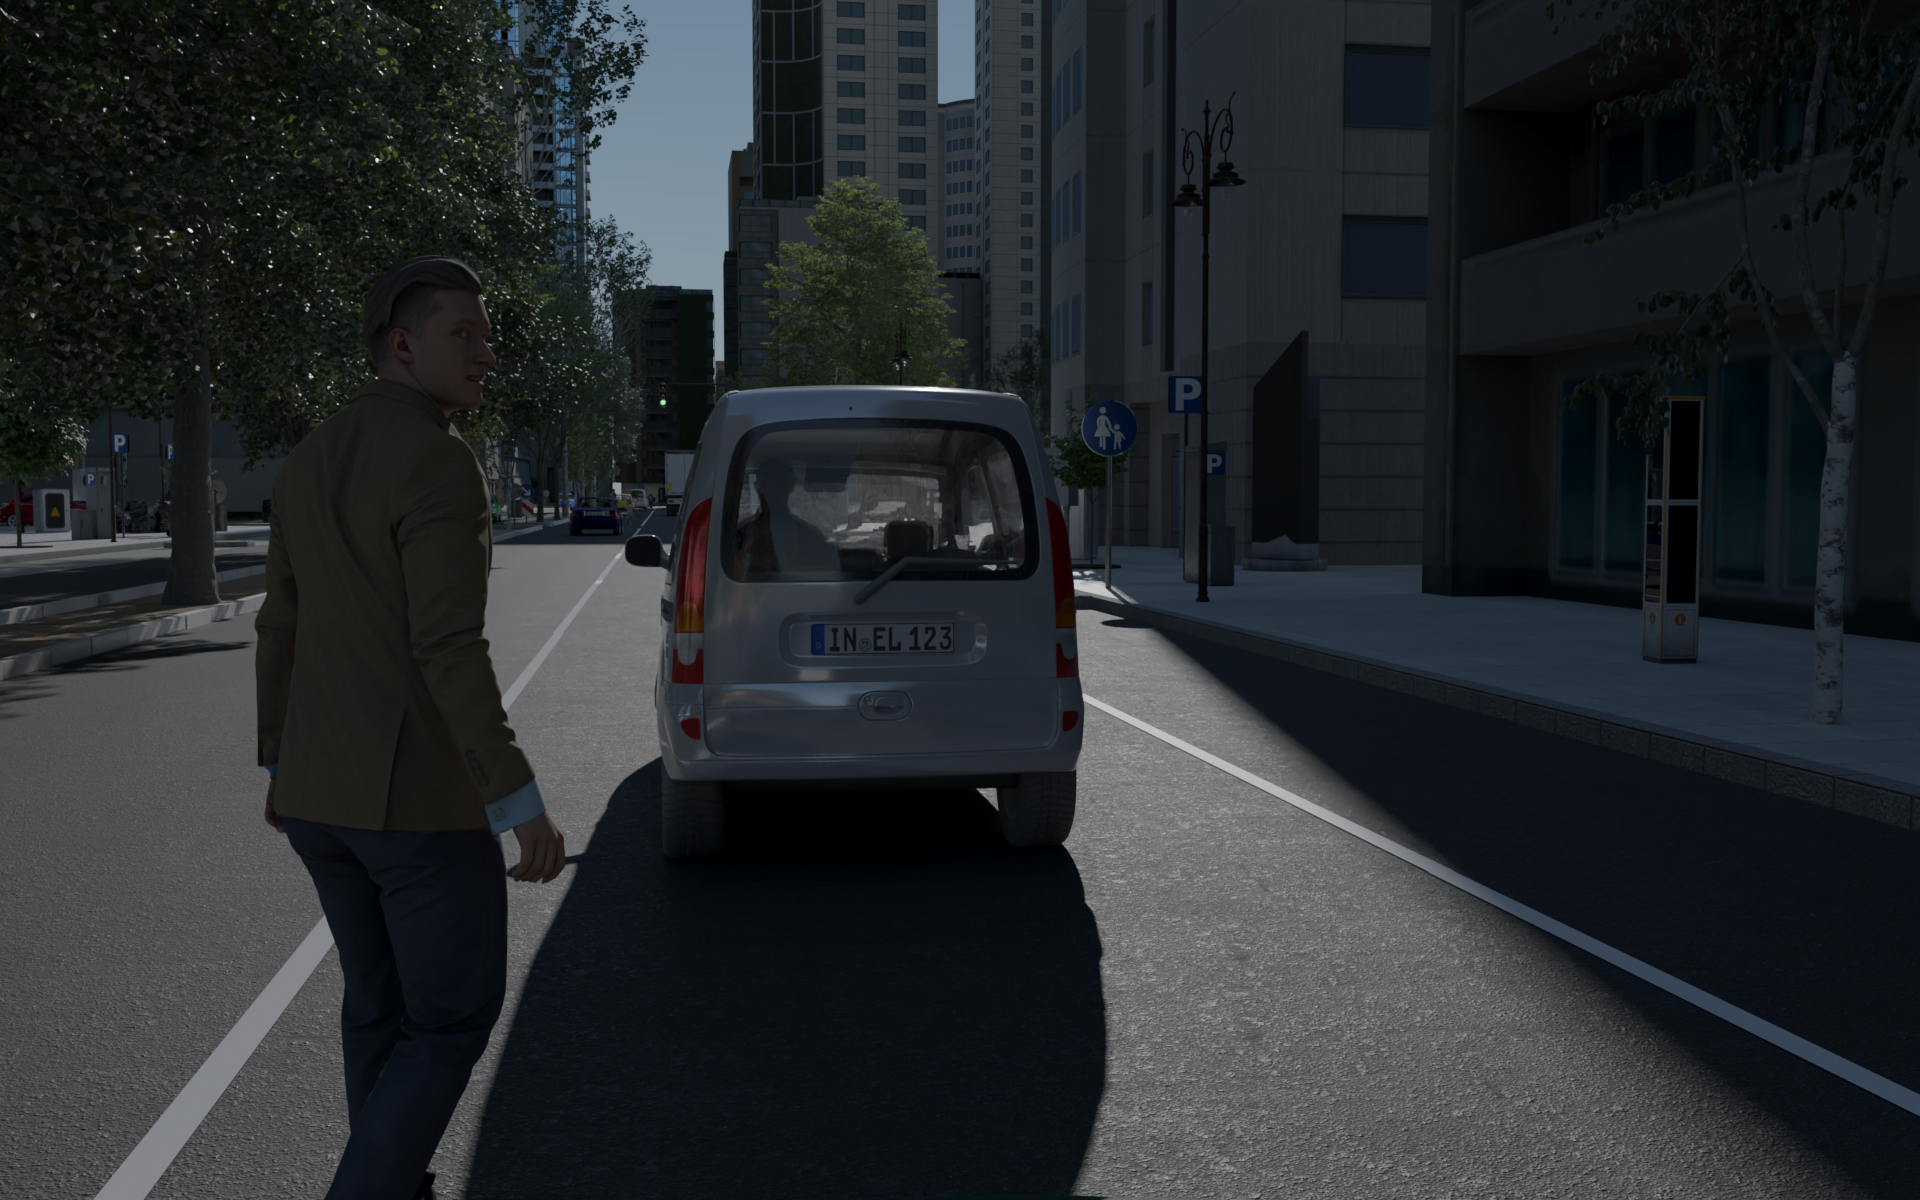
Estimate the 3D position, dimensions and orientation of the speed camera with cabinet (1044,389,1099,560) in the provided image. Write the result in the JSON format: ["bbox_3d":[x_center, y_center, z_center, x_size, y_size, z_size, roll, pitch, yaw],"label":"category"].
[{"bbox_3d":[2.133,-2.393,33.457,0.660,3.252,2.038,1,4,20],"label":"speed camera with cabinet"}]

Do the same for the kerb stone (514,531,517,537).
[{"bbox_3d":[-14.873,-2.150,57.340,0.120,0.150,1.000,-1,4,-10],"label":"kerb stone"}]

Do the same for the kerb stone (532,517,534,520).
[{"bbox_3d":[-22.847,-4.259,91.854,0.120,0.150,1.000,-1,4,-10],"label":"kerb stone"}]

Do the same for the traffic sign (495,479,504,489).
[{"bbox_3d":[-39.389,-9.047,148.023,0.768,2.556,0.104,0,4,-2],"label":"traffic sign"}]

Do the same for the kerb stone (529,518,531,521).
[{"bbox_3d":[-22.504,-4.137,89.835,0.120,0.150,1.000,-1,4,-10],"label":"kerb stone"}]

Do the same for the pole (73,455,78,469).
[{"bbox_3d":[-38.064,-4.939,74.597,0.158,3.312,0.155,0,3,0],"label":"pole"}]

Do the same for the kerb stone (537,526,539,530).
[{"bbox_3d":[-16.582,-2.761,67.447,0.120,0.150,1.000,-1,4,-10],"label":"kerb stone"}]

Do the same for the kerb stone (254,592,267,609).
[{"bbox_3d":[-8.869,0.018,21.907,0.120,0.150,1.000,-1,4,-10],"label":"kerb stone"}]

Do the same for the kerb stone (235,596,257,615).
[{"bbox_3d":[-8.696,0.082,20.897,0.120,0.150,1.000,-1,4,-10],"label":"kerb stone"}]

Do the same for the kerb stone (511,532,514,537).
[{"bbox_3d":[-14.699,-2.082,56.320,0.120,0.150,1.000,-1,4,-10],"label":"kerb stone"}]

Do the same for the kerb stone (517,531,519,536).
[{"bbox_3d":[-15.045,-2.211,58.348,0.120,0.150,1.000,-1,4,-10],"label":"kerb stone"}]

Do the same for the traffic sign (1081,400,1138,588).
[{"bbox_3d":[2.018,-1.430,23.492,0.768,2.556,0.104,0,4,-3],"label":"traffic sign"}]

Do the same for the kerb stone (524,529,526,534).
[{"bbox_3d":[-15.563,-2.392,61.388,0.120,0.150,1.000,-1,4,-10],"label":"kerb stone"}]

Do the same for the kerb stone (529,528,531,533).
[{"bbox_3d":[-15.901,-2.521,63.407,0.120,0.150,1.000,-1,4,-10],"label":"kerb stone"}]

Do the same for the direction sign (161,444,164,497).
[{"bbox_3d":[-36.094,-5.285,78.403,0.379,3.537,0.876,-1,4,-22],"label":"direction sign"}]

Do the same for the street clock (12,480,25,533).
[{"bbox_3d":[-31.008,-3.214,57.116,0.471,2.002,0.358,3,4,38],"label":"street clock"}]

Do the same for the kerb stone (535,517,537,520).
[{"bbox_3d":[-23.189,-4.383,93.875,0.120,0.150,1.000,-1,4,-10],"label":"kerb stone"}]

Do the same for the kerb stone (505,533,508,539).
[{"bbox_3d":[-14.360,-1.963,54.297,0.120,0.150,1.000,-1,4,-10],"label":"kerb stone"}]

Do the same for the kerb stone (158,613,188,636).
[{"bbox_3d":[-8.187,0.270,17.865,0.120,0.150,1.000,-1,4,-10],"label":"kerb stone"}]

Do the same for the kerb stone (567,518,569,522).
[{"bbox_3d":[-19.916,-3.973,87.146,0.120,0.150,1.000,-1,4,-10],"label":"kerb stone"}]

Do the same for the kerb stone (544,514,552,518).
[{"bbox_3d":[-25.254,-5.126,106.013,0.120,0.150,1.000,-1,4,-10],"label":"kerb stone"}]

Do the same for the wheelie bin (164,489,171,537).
[{"bbox_3d":[-23.425,-2.699,52.034,0.980,1.594,0.693,1,4,18],"label":"wheelie bin"}]

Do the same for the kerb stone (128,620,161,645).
[{"bbox_3d":[-8.013,0.326,16.857,0.120,0.150,1.000,-1,4,-10],"label":"kerb stone"}]

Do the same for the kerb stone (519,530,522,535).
[{"bbox_3d":[-15.202,-2.273,59.357,0.120,0.150,1.000,-1,4,-10],"label":"kerb stone"}]

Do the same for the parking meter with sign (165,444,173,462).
[{"bbox_3d":[-26.881,-3.949,60.830,1.738,3.016,0.543,0,4,-6],"label":"parking meter with sign"}]

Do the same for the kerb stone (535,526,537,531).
[{"bbox_3d":[-16.416,-2.703,66.438,0.120,0.150,1.000,-1,4,-10],"label":"kerb stone"}]

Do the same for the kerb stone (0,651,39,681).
[{"bbox_3d":[-7.498,0.521,13.817,0.120,0.150,1.000,-1,4,-10],"label":"kerb stone"}]

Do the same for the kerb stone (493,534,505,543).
[{"bbox_3d":[-14.181,-1.898,53.289,0.120,0.150,1.000,-1,4,-10],"label":"kerb stone"}]

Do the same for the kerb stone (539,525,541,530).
[{"bbox_3d":[-16.758,-2.827,68.453,0.120,0.150,1.000,-1,4,-10],"label":"kerb stone"}]

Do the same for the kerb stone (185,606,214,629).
[{"bbox_3d":[-8.349,0.203,18.874,0.120,0.150,1.000,-1,4,-10],"label":"kerb stone"}]

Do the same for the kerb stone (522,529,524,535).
[{"bbox_3d":[-15.391,-2.335,60.369,0.120,0.150,1.000,-1,4,-10],"label":"kerb stone"}]

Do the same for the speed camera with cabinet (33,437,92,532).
[{"bbox_3d":[-30.379,-3.948,58.884,0.660,3.252,2.038,2,4,35],"label":"speed camera with cabinet"}]

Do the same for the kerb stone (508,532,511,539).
[{"bbox_3d":[-14.527,-2.025,55.311,0.120,0.150,1.000,-1,4,-10],"label":"kerb stone"}]

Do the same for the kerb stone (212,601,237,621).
[{"bbox_3d":[-8.519,0.142,19.881,0.120,0.150,1.000,-1,4,-10],"label":"kerb stone"}]

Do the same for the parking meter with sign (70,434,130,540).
[{"bbox_3d":[-24.489,-3.243,49.285,0.543,3.016,1.738,1,4,19],"label":"parking meter with sign"}]

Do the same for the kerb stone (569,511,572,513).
[{"bbox_3d":[-30.047,-6.858,134.318,0.120,0.150,1.000,-1,4,-10],"label":"kerb stone"}]

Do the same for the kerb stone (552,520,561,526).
[{"bbox_3d":[-18.886,-3.594,81.084,0.120,0.150,1.000,-1,4,-10],"label":"kerb stone"}]

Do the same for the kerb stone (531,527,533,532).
[{"bbox_3d":[-16.069,-2.582,64.415,0.120,0.150,1.000,-1,4,-10],"label":"kerb stone"}]

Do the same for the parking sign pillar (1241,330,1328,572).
[{"bbox_3d":[5.495,-2.492,29.220,1.447,3.967,1.447,-2,4,-27],"label":"parking sign pillar"}]

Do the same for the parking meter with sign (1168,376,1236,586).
[{"bbox_3d":[3.509,-1.748,24.838,0.543,3.016,1.738,-1,4,-11],"label":"parking meter with sign"}]

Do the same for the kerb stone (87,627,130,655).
[{"bbox_3d":[-7.840,0.388,15.849,0.120,0.150,1.000,-1,4,-10],"label":"kerb stone"}]

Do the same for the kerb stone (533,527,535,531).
[{"bbox_3d":[-16.241,-2.644,65.431,0.120,0.150,1.000,-1,4,-10],"label":"kerb stone"}]

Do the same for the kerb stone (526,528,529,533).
[{"bbox_3d":[-15.729,-2.458,62.399,0.120,0.150,1.000,-1,4,-10],"label":"kerb stone"}]

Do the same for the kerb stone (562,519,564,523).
[{"bbox_3d":[-19.236,-3.725,83.098,0.120,0.150,1.000,-1,4,-10],"label":"kerb stone"}]

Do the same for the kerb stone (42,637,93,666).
[{"bbox_3d":[-7.671,0.451,14.826,0.120,0.150,1.000,-1,4,-10],"label":"kerb stone"}]
